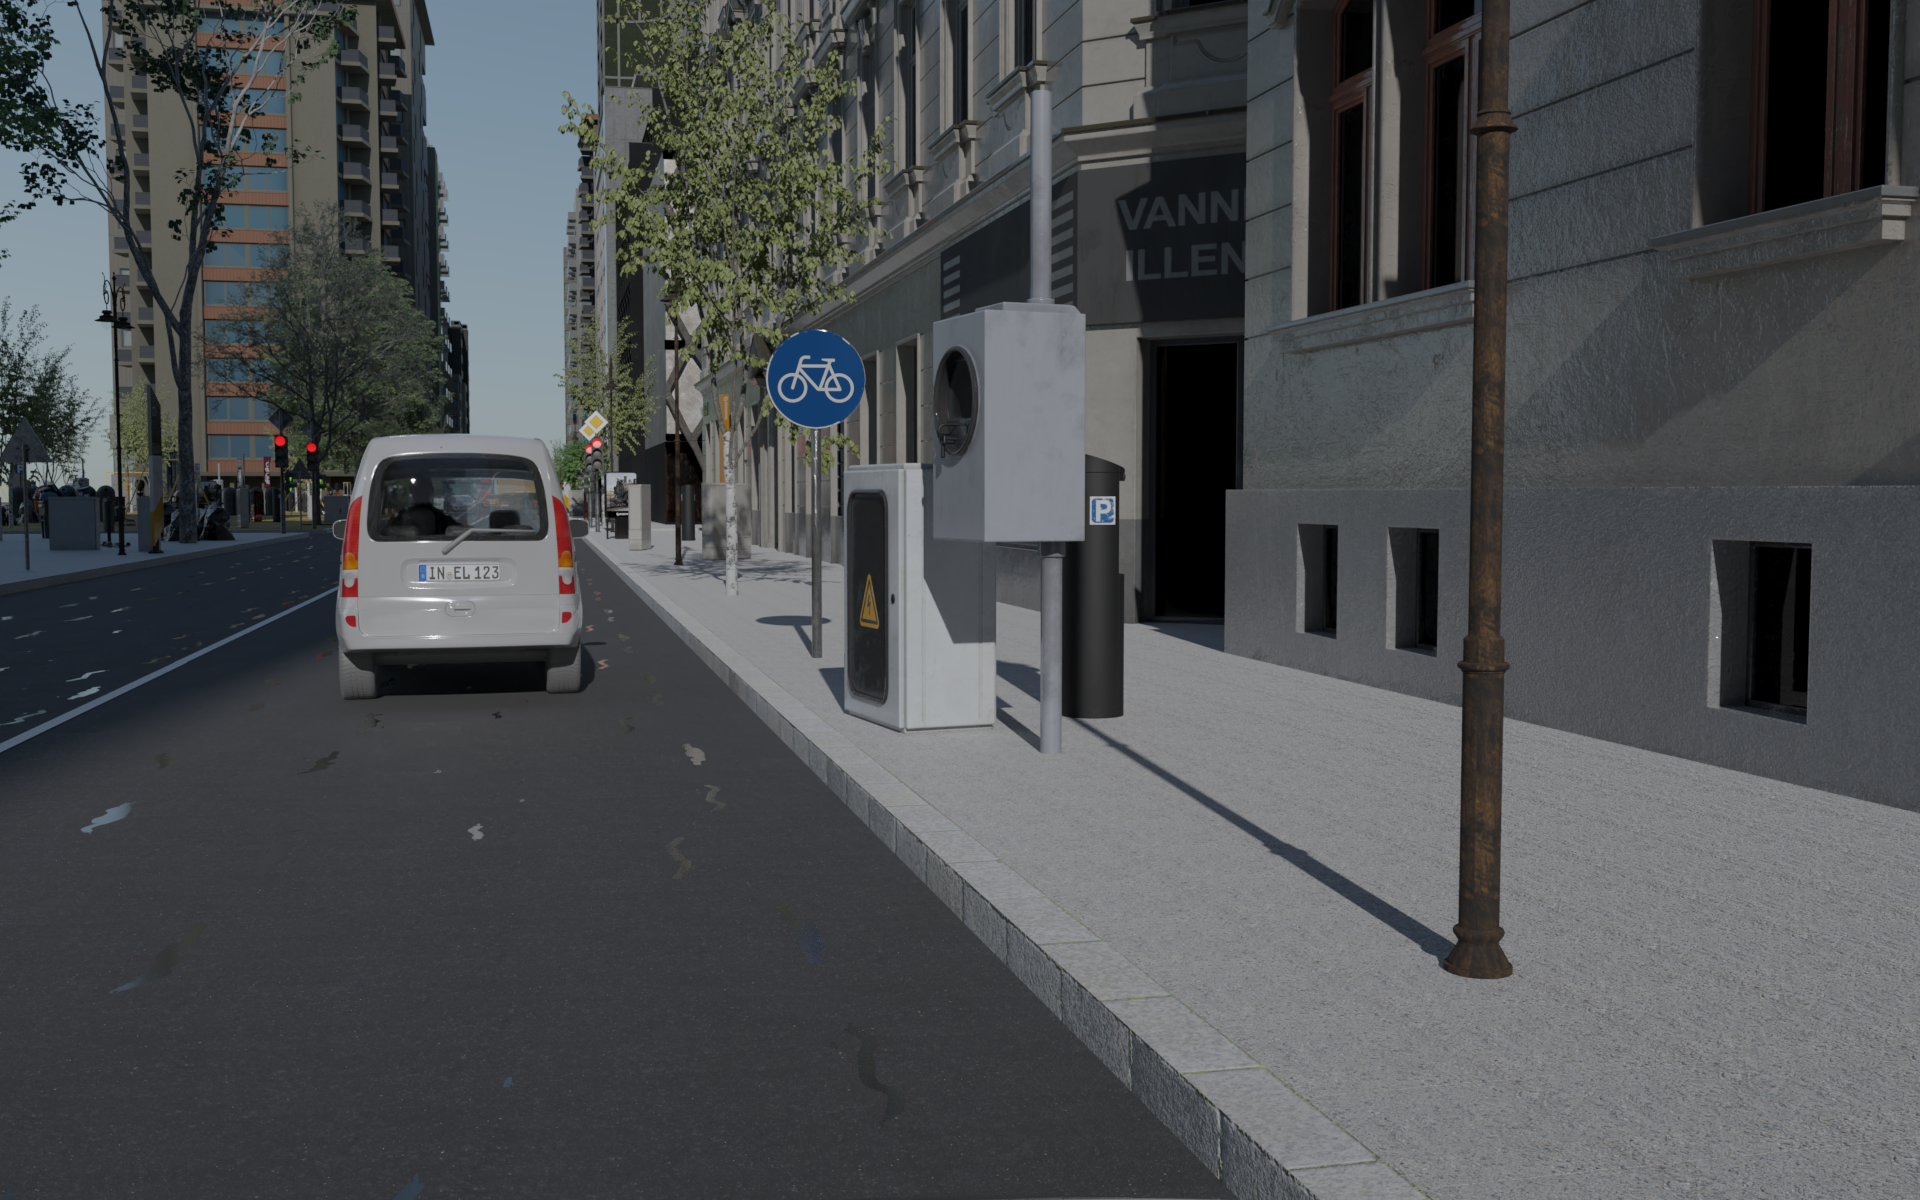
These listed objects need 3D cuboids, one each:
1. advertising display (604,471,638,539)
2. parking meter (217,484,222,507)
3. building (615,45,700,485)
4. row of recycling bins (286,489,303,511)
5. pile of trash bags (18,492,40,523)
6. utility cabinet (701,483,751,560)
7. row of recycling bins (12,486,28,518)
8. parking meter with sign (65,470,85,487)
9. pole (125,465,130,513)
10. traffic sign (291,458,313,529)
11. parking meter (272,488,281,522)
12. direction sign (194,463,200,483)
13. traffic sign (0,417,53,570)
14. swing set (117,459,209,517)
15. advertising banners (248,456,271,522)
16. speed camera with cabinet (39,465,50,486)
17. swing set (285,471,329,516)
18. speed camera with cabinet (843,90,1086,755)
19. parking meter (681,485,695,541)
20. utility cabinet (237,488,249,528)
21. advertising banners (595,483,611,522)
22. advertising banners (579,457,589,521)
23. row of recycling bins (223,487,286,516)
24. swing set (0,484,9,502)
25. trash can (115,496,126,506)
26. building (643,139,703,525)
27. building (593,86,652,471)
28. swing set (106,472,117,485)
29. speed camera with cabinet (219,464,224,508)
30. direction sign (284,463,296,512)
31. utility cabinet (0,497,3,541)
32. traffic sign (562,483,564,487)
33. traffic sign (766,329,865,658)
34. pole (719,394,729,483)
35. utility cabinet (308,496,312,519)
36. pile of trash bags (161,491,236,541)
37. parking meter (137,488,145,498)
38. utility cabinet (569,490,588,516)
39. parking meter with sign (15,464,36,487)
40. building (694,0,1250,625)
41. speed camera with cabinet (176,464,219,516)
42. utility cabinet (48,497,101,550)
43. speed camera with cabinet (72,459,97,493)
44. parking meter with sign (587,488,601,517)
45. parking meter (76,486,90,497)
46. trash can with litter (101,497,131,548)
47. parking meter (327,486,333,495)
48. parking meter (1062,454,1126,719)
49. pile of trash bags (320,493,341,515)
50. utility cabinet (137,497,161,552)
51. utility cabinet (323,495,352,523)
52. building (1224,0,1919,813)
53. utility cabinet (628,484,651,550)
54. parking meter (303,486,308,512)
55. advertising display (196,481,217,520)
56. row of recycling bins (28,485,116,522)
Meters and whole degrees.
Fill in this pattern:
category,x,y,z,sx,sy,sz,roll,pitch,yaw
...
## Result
category,x,y,z,sx,sy,sz,roll,pitch,yaw
advertising display,-9.659,-2.700,49.362,0.974,1.923,0.123,-2,4,-33
parking meter,-41.048,-5.511,95.810,0.255,1.863,0.399,1,4,16
building,-12.148,-16.203,94.604,12.332,23.373,15.834,-1,4,-14
row of recycling bins,-50.754,-7.605,131.459,1.069,1.692,3.534,1,4,13
pile of trash bags,-40.872,-4.111,76.975,1.912,1.369,3.447,-2,4,-27
utility cabinet,-4.555,-1.542,33.883,0.318,1.500,1.173,2,4,30
row of recycling bins,-50.479,-5.317,94.046,1.069,1.692,3.534,0,4,-7
parking meter with sign,-63.011,-7.736,122.745,0.543,3.016,1.738,3,5,39
pole,-57.790,-7.731,120.239,0.158,3.312,0.155,0,3,0
traffic sign,-23.869,-3.833,62.677,0.884,2.594,0.081,-1,4,-11
parking meter,-30.944,-4.284,78.453,0.372,1.533,0.369,0,3,0
direction sign,-56.407,-8.295,127.616,0.876,3.537,0.379,1,4,9
traffic sign,-15.772,-1.787,29.229,0.884,2.594,0.081,0,4,-6
swing set,-35.536,-4.914,77.963,3.119,2.851,2.862,2,4,32
advertising banners,-32.496,-5.128,80.031,0.090,3.025,2.074,1,4,18
speed camera with cabinet,-61.985,-7.601,118.606,2.038,3.252,0.660,1,4,11
swing set,-38.375,-6.392,102.133,2.862,2.851,3.119,0,4,-8
speed camera with cabinet,-0.038,-0.908,9.175,0.660,3.252,2.038,-1,4,-23
parking meter,-7.463,-2.394,47.547,0.372,1.533,0.369,0,3,0
utility cabinet,-27.160,-3.480,65.574,0.318,1.500,1.173,-2,4,-28
advertising banners,-16.297,-5.060,78.912,0.090,3.025,2.074,1,4,10
advertising banners,-17.927,-5.301,82.853,0.090,3.025,2.074,0,4,2
row of recycling bins,-42.417,-5.903,103.622,3.534,1.692,1.069,1,4,9
swing set,-64.686,-7.239,115.971,2.862,2.851,3.119,-1,4,-21
trash can,-50.417,-5.643,103.911,0.748,1.137,0.748,0,3,0
building,-5.385,-12.920,78.697,16.811,18.784,16.820,-1,4,-14
building,-17.040,-17.965,111.742,12.078,24.808,19.932,-1,4,-14
swing set,-59.187,-7.710,123.670,3.119,2.851,2.862,-2,4,-27
speed camera with cabinet,-48.012,-7.243,112.766,0.660,3.252,2.038,0,4,7
direction sign,-48.910,-8.214,126.299,0.876,3.537,0.379,-1,4,-9
utility cabinet,-26.665,-2.210,47.293,0.306,1.237,1.020,1,4,15
traffic sign,-31.023,-8.362,136.729,0.884,2.594,0.081,0,4,-6
traffic sign,-1.119,-0.819,13.496,0.768,2.556,0.104,0,4,-5
pole,-4.822,-2.546,35.466,0.158,3.312,0.155,0,3,0
utility cabinet,-33.109,-4.730,88.494,0.306,1.237,1.020,-1,4,-15
pile of trash bags,-21.586,-2.371,48.512,1.912,1.369,3.447,-2,4,-33
parking meter,-54.174,-6.660,114.607,0.399,1.863,0.255,1,4,9
utility cabinet,-21.892,-5.546,99.359,0.318,1.500,1.173,2,4,34
parking meter with sign,-54.209,-6.399,100.883,1.738,3.016,0.543,2,4,29
building,4.317,-15.935,36.949,17.030,29.872,44.131,-1,4,-14
speed camera with cabinet,-43.914,-6.431,99.488,2.038,3.252,0.660,0,4,-3
utility cabinet,-20.290,-1.745,39.692,1.020,1.237,0.306,0,4,-7
speed camera with cabinet,-48.997,-6.319,97.652,0.660,3.252,2.038,1,4,20
parking meter with sign,-20.475,-6.167,97.096,1.738,3.016,0.543,3,5,44
parking meter,-26.921,-2.740,53.210,0.372,1.533,0.369,0,3,0
trash can with litter,-20.766,-1.895,42.049,1.678,1.210,2.233,-2,4,-29
parking meter,-48.048,-7.731,132.118,0.255,1.863,0.399,3,4,38
parking meter,0.765,-0.098,10.019,0.372,1.533,0.369,0,3,0
pile of trash bags,-38.415,-5.883,105.937,1.912,1.369,3.447,-2,4,-34
utility cabinet,-18.295,-1.707,39.064,0.306,1.237,1.020,-1,4,-14
utility cabinet,-27.675,-4.017,76.845,1.020,1.237,0.306,-1,4,-11
building,10.808,-13.236,3.801,14.401,28.519,23.554,-1,4,-14
utility cabinet,-7.360,-1.901,39.761,0.318,1.500,1.173,0,4,0
parking meter,-45.661,-7.040,120.807,0.255,1.863,0.399,-2,4,-34
advertising display,-36.255,-4.782,83.400,0.123,1.923,0.974,3,4,39
row of recycling bins,-40.884,-4.463,80.084,3.534,1.692,1.069,0,4,-6
